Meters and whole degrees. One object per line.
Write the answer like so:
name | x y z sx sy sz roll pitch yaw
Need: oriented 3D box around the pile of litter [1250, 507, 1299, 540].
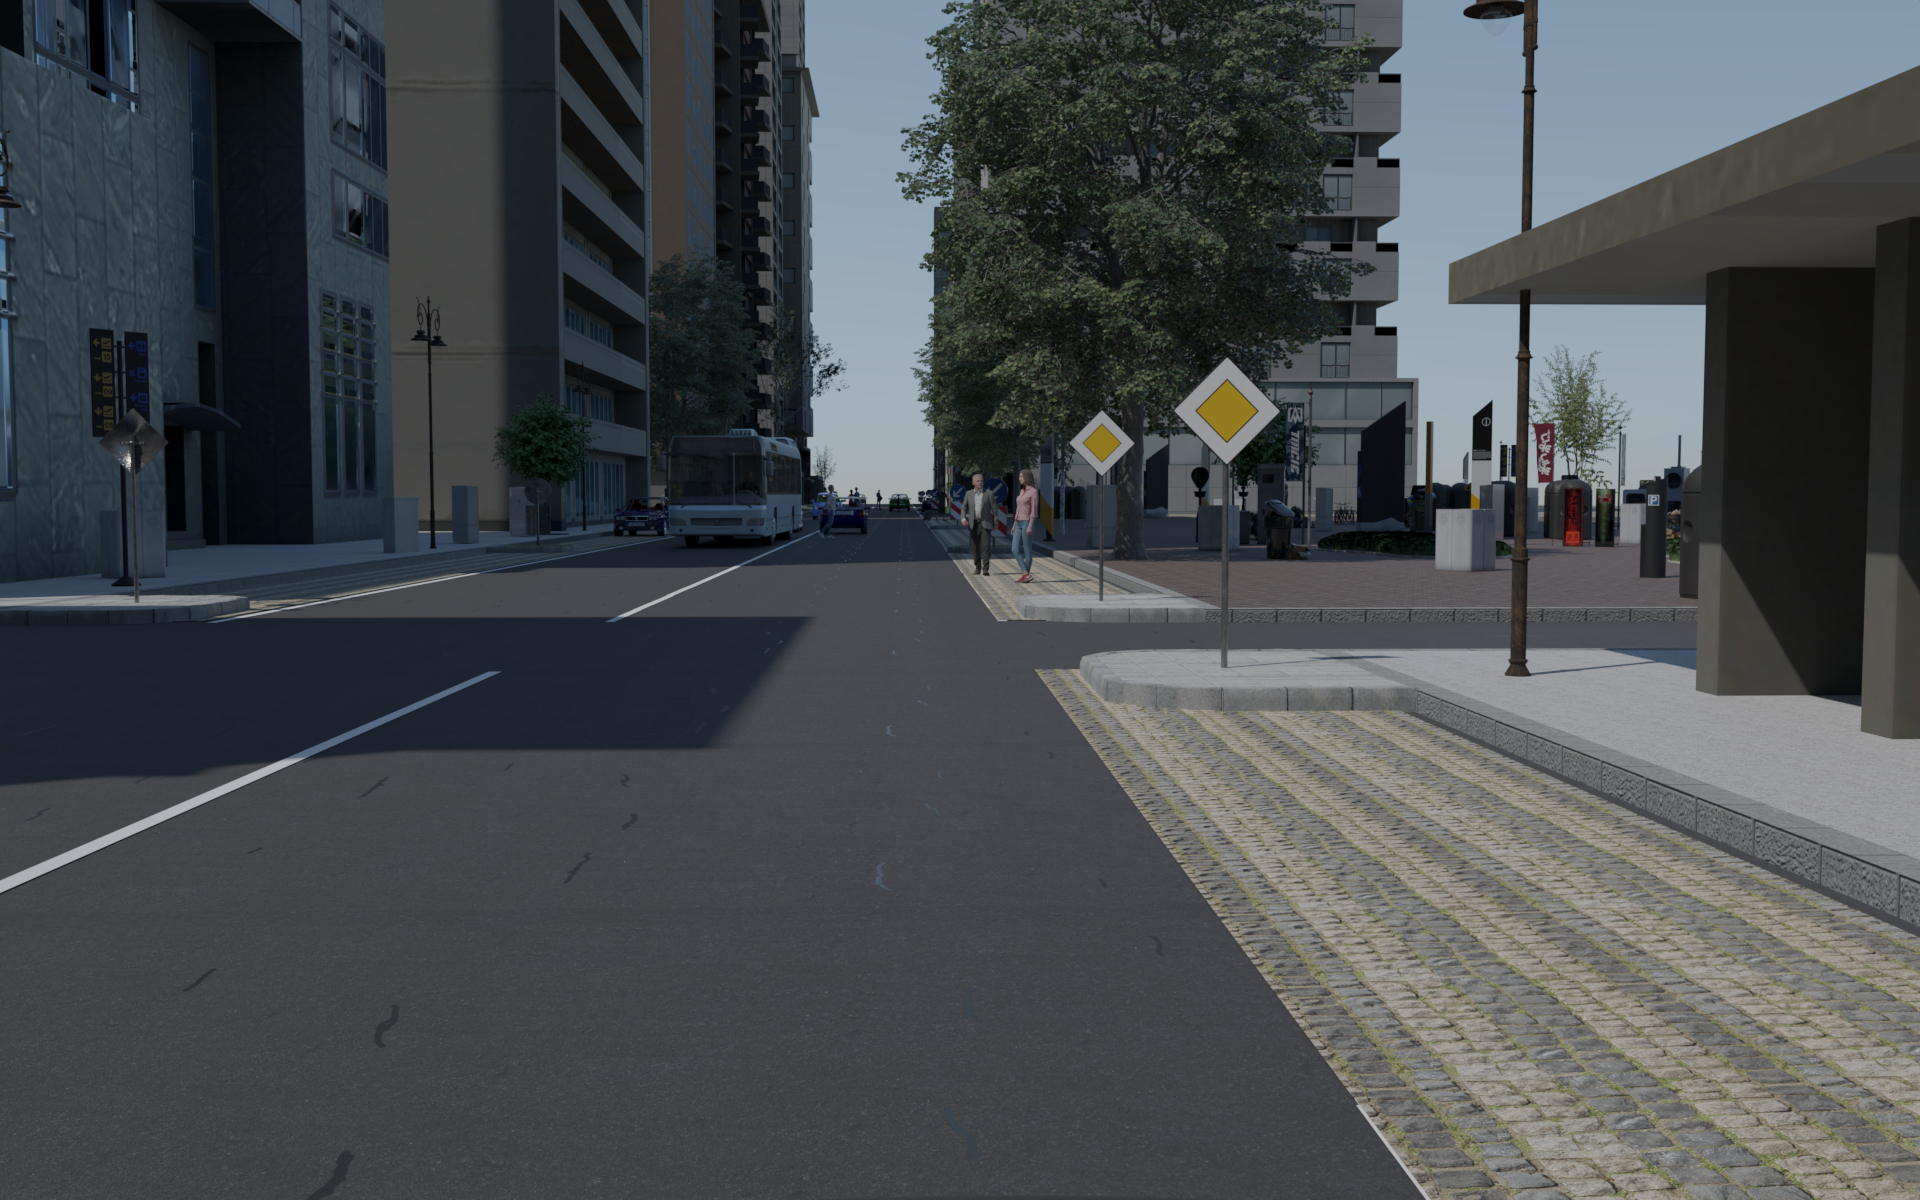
pile of litter | 8.256 -2.081 47.982 1.176 0.858 1.719 -3 5 -43

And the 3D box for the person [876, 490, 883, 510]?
person | -7.291 -9.101 157.169 0.599 1.838 0.709 3 5 43

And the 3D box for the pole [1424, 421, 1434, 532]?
pole | 13.159 -3.348 48.588 0.158 3.312 0.155 0 3 0

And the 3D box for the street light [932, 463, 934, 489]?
street light | -3.206 -16.010 234.549 0.468 5.910 1.993 0 4 -2

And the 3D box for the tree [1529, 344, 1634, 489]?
tree | 29.692 -8.189 84.245 4.737 8.622 4.395 0 3 0

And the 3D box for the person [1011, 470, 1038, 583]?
person | 1.018 -1.177 27.753 0.388 1.821 0.555 -3 5 -42

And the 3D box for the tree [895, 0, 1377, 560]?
tree | 3.399 -7.787 33.976 9.857 13.997 8.962 0 3 0

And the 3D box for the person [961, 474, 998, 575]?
person | 0.345 -1.313 30.373 0.661 1.777 0.834 0 4 0

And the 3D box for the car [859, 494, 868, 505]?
car | -13.376 -13.568 232.064 2.015 1.641 3.980 0 4 -3

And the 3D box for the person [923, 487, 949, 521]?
person | -1.220 -5.097 92.046 0.699 1.804 1.509 -3 5 -42

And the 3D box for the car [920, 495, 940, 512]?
car | -2.152 -7.501 135.229 1.945 1.354 3.894 0 4 -1

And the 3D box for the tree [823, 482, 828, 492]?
tree | -20.022 -15.706 251.399 1.663 3.219 1.824 0 3 0

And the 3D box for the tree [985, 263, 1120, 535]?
tree | 3.431 -6.341 54.038 4.360 8.622 3.978 0 3 0

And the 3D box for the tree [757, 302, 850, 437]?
tree | -16.846 -19.117 168.447 12.611 20.169 13.585 0 3 0

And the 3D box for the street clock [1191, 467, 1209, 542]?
street clock | 6.359 -2.528 45.896 0.471 2.002 0.358 1 4 12

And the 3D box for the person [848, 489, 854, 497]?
person | -7.089 -6.281 111.877 0.721 1.739 1.217 3 5 40

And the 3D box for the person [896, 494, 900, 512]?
person | -4.901 -7.640 136.674 0.557 1.426 1.065 0 4 -7

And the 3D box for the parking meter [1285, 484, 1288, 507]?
parking meter | 16.791 -5.145 89.839 0.255 1.863 0.399 -3 5 -43

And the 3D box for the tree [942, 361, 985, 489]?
tree | 1.201 -8.555 90.238 4.360 8.622 3.978 0 3 0

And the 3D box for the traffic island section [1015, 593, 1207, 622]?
traffic island section | 1.712 0.092 20.777 2.009 0.180 2.903 0 4 -2

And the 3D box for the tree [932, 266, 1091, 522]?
tree | 2.661 -9.808 78.480 7.486 12.596 7.792 0 3 0

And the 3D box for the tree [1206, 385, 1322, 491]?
tree | 9.193 -4.218 52.676 4.285 4.588 4.351 0 3 0

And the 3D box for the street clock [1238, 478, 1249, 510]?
street clock | 8.976 -3.077 54.881 0.358 2.002 0.471 1 4 11

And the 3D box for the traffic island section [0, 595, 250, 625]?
traffic island section | -9.723 0.114 20.414 2.009 0.180 2.903 0 4 -2

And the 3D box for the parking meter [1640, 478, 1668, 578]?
parking meter | 10.640 -1.110 26.560 0.372 1.533 0.369 0 3 0

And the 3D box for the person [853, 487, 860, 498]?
person | -5.675 -5.325 95.580 0.581 1.822 0.654 -3 5 -44

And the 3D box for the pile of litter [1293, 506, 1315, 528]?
pile of litter | 12.658 -3.154 65.534 1.719 0.858 1.176 1 4 17

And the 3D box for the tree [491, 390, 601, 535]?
tree | -13.000 -4.334 54.577 4.285 4.588 4.351 0 3 0

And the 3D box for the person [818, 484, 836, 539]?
person | -4.265 -2.844 55.679 0.598 1.740 0.731 -1 4 -18

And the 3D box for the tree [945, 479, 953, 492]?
tree | -0.628 -11.410 181.158 1.663 3.219 1.824 0 3 0

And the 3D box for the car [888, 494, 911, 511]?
car | -5.088 -8.409 146.284 1.959 1.807 4.718 0 4 -1

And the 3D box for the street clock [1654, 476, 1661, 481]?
street clock | 27.907 -3.962 69.347 0.358 2.002 0.471 1 4 13

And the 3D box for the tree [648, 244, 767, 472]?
tree | -14.825 -11.177 89.403 9.857 13.997 8.962 0 3 0

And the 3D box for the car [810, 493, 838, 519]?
car | -7.583 -5.481 99.205 1.945 1.707 3.694 0 4 -3

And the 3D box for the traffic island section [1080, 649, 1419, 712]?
traffic island section | 1.970 0.580 12.796 2.009 0.180 2.903 0 4 -2

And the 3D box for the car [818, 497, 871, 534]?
car | -4.237 -3.101 63.286 1.945 1.354 3.894 0 4 -3

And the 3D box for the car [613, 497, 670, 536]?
car | -10.747 -2.862 59.382 1.945 1.354 3.894 0 3 0

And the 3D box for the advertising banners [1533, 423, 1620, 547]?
advertising banners | 14.973 -2.811 42.152 2.074 3.025 0.090 2 4 35

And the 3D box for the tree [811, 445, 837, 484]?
tree | -20.207 -18.676 255.712 4.360 8.622 3.978 0 3 0

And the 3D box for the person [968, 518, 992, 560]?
person | 0.417 -1.754 37.595 0.576 1.772 0.534 1 4 19

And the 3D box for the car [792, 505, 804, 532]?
car | -7.022 -3.308 66.446 2.083 1.381 4.827 0 4 -3

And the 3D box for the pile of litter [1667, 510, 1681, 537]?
pile of litter | 19.716 -2.106 48.395 1.176 0.858 1.719 1 4 9
